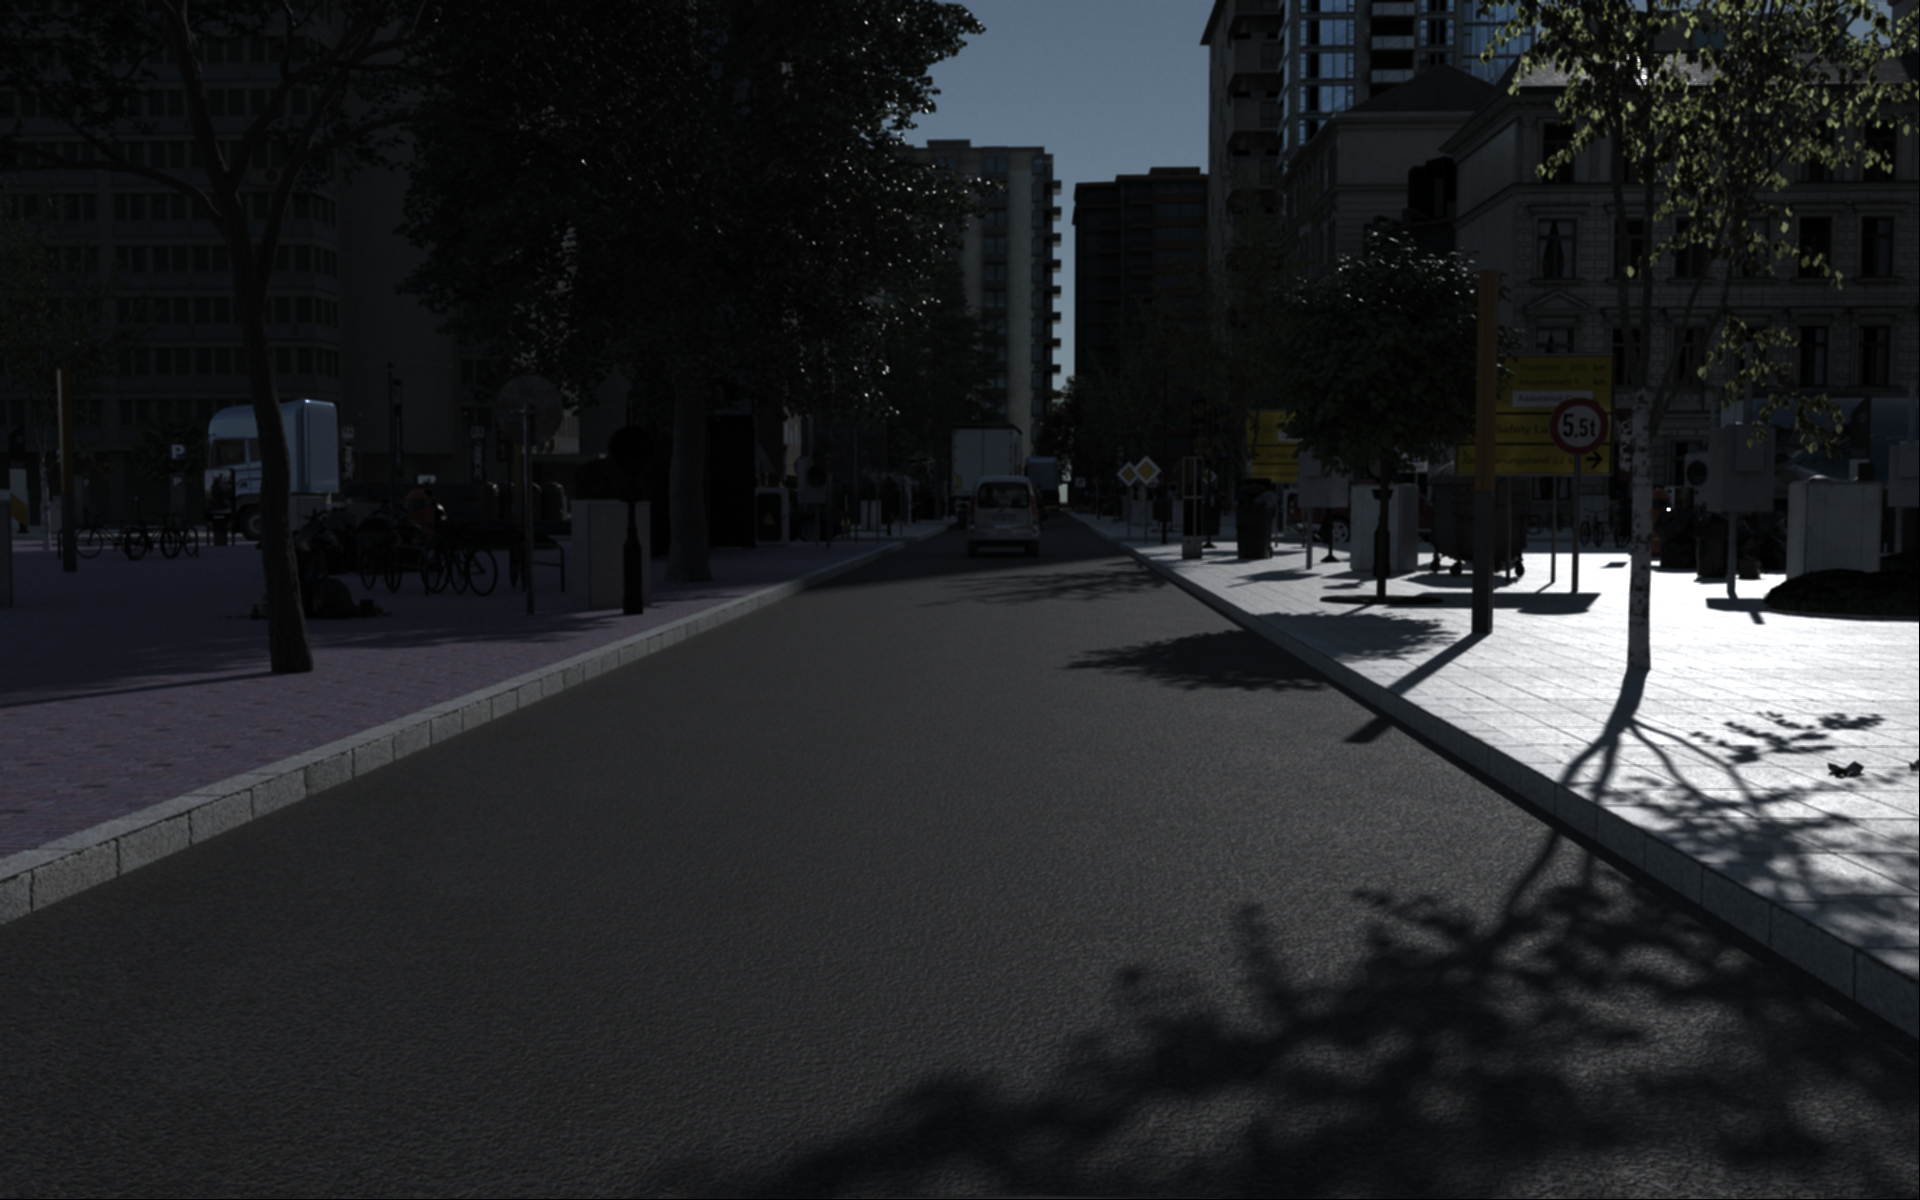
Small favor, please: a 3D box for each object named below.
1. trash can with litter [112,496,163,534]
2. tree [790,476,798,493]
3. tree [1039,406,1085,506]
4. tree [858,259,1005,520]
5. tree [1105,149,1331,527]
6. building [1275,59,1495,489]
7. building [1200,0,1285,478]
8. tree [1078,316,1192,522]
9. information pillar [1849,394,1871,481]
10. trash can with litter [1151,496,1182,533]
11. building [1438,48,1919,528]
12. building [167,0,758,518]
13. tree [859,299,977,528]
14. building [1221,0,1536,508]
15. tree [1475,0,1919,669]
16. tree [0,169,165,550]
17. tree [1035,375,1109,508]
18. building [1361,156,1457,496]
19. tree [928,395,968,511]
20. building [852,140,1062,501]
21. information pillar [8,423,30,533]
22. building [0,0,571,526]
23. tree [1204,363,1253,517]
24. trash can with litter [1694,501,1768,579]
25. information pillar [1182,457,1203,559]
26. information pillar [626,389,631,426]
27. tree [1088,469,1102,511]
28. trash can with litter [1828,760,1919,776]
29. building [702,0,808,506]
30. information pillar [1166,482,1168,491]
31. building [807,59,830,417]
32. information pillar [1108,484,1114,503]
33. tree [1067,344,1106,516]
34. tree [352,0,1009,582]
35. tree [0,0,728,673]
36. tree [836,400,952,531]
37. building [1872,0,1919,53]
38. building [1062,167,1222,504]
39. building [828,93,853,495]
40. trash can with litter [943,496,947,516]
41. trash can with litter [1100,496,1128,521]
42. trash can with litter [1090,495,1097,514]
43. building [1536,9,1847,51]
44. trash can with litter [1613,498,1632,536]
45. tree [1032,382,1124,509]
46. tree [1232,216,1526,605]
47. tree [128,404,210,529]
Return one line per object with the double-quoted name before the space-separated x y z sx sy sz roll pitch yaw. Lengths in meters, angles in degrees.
"trash can with litter" -26.922 -2.778 56.483 1.678 1.210 2.233 -1 4 -16
"tree" -10.869 -7.554 118.115 1.663 3.219 1.824 0 3 0
"tree" 11.994 -15.844 184.807 9.928 11.665 9.643 0 3 0
"tree" -1.456 -10.166 84.339 7.486 12.596 7.792 0 3 0
"tree" 6.099 -5.325 37.427 4.737 8.622 4.395 0 3 0
"building" 29.175 -20.003 114.442 14.401 28.519 23.554 0 4 2
"building" 39.666 -35.772 174.111 28.713 52.752 27.495 0 4 2
"tree" 7.593 -7.474 72.562 4.360 8.622 3.978 0 3 0
"information pillar" 21.216 -3.027 40.850 0.183 3.616 0.504 -1 4 -22
"trash can with litter" 7.292 -2.881 58.166 2.233 1.210 1.678 -1 4 -21
"building" 30.204 -12.570 70.141 19.286 19.102 10.561 0 4 2
"building" -30.184 -25.841 114.383 32.217 40.220 23.993 0 4 2
"tree" -1.687 -7.068 65.927 4.360 8.622 3.978 0 3 0
"building" 35.018 -50.849 144.056 22.319 86.520 31.000 0 4 2
"tree" 5.111 -3.787 12.287 4.360 8.622 3.978 0 3 0
"tree" -20.623 -5.435 39.222 4.737 8.622 4.395 0 3 0
"tree" 11.104 -15.080 164.680 7.486 12.596 7.792 0 3 0
"building" 30.145 -13.839 93.718 16.820 18.784 16.811 0 4 2
"tree" -0.266 -10.828 127.403 4.737 8.622 4.395 0 3 0
"building" -1.518 -37.747 236.773 30.456 49.044 23.786 0 4 2
"information pillar" -30.839 -3.998 56.729 0.504 3.616 0.183 -3 5 -41
"building" -31.181 -23.659 78.699 32.217 40.220 23.993 0 4 2
"tree" 15.280 -8.966 96.950 4.360 8.622 3.978 0 3 0
"trash can with litter" 11.848 -0.931 26.610 1.055 1.170 0.624 2 4 32
"information pillar" 4.598 -1.821 34.257 0.304 2.012 0.304 3 4 37
"information pillar" -7.364 -2.886 38.547 0.183 3.616 0.504 -1 4 -10
"tree" 10.116 -8.402 131.971 1.663 3.219 1.824 0 3 0
"trash can with litter" 4.973 0.226 7.355 2.233 1.210 1.678 3 5 43
"building" -19.769 -29.682 135.413 14.600 45.320 14.200 0 4 2
"information pillar" 12.423 -6.141 104.900 0.304 2.012 0.304 0 4 -7
"building" -19.037 -28.504 149.636 14.154 41.232 14.086 0 4 2
"information pillar" 10.929 -7.390 125.314 0.304 2.012 0.304 -2 4 -35
"tree" 6.810 -7.088 66.248 4.737 8.622 4.395 0 3 0
"tree" -3.958 -7.253 25.239 9.857 13.997 8.962 0 3 0
"tree" -5.096 -4.771 12.416 7.601 10.594 8.767 3 4 36
"tree" -3.203 -4.675 60.153 4.285 4.588 4.351 0 3 0
"building" 52.109 -17.317 70.518 23.554 28.519 14.401 0 4 2
"building" 28.097 -35.480 234.714 28.867 44.769 22.147 0 4 2
"building" -22.256 -45.340 179.561 20.611 71.187 20.563 0 4 2
"trash can with litter" -1.302 -5.301 98.066 1.055 1.170 0.624 -1 4 -10
"trash can with litter" 7.752 -4.357 82.294 1.678 1.210 2.233 1 4 12
"trash can with litter" 8.802 -6.010 109.316 1.678 1.210 2.233 1 4 11
"building" 71.112 -33.946 174.622 30.456 49.044 23.786 0 4 2
"trash can with litter" 20.455 -2.525 52.670 1.055 1.170 0.624 -1 4 -22
"tree" 9.654 -12.834 144.249 8.767 10.594 7.601 -2 4 -34
"tree" 4.968 -2.257 20.621 4.285 4.588 4.351 0 3 0
"tree" -28.551 -4.842 62.884 4.285 4.588 4.351 0 3 0
